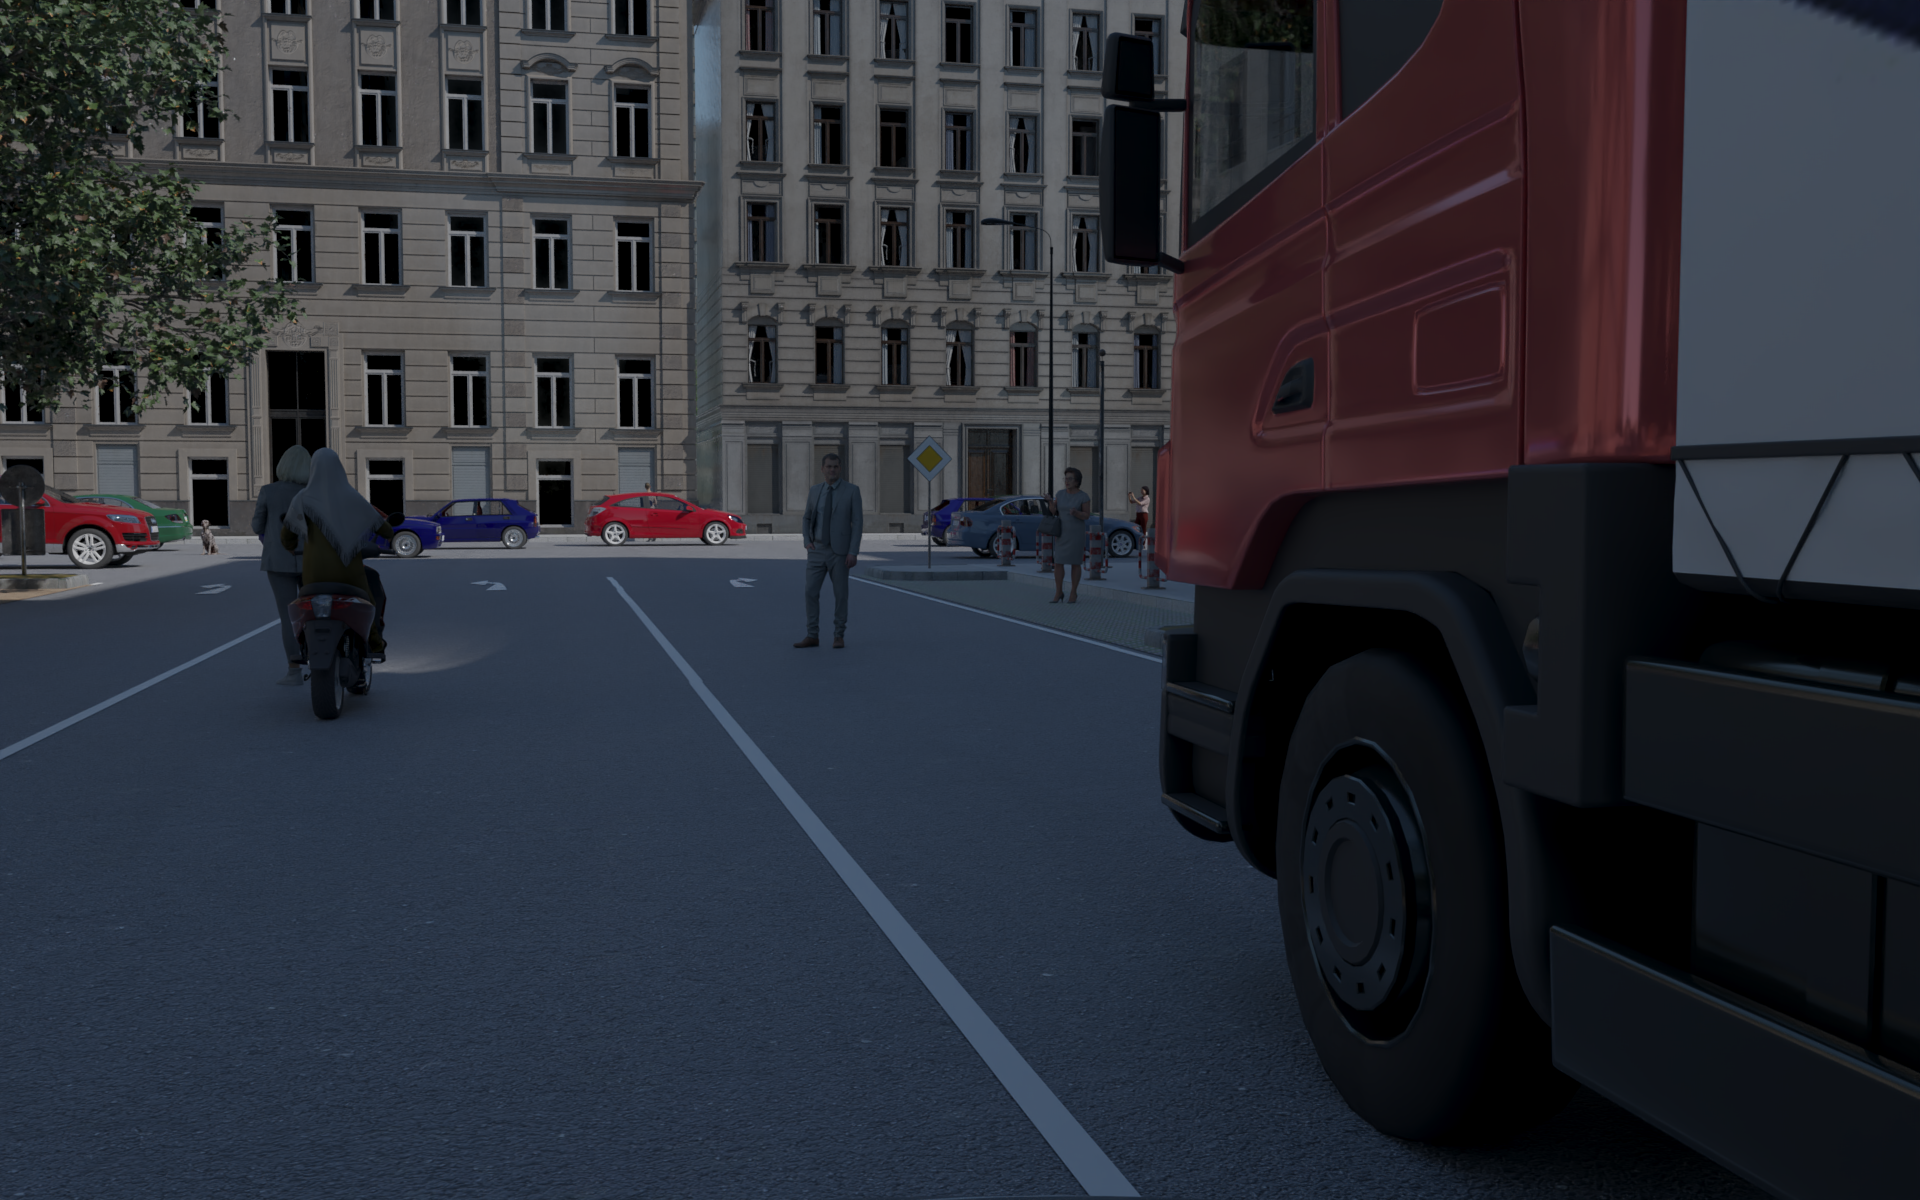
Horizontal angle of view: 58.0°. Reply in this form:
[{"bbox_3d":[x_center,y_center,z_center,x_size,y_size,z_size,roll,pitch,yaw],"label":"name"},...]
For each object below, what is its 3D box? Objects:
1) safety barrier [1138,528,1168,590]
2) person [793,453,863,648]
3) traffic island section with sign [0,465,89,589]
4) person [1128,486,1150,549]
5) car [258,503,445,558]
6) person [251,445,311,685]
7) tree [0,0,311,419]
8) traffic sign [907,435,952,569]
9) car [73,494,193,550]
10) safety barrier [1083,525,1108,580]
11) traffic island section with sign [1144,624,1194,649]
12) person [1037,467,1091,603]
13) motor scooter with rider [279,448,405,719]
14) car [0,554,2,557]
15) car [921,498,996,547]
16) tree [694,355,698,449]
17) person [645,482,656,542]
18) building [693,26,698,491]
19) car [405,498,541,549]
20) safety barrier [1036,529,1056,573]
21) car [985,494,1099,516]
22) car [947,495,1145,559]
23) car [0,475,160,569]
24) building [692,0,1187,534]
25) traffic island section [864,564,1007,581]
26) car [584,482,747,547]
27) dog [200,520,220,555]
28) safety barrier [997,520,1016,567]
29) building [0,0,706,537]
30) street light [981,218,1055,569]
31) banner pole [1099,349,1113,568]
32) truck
[{"bbox_3d":[2.606,-0.554,23.331,0.300,0.817,1.120,-1,4,-14],"label":"safety barrier"},{"bbox_3d":[-1.213,-0.464,16.181,0.635,1.810,0.391,1,4,11],"label":"person"},{"bbox_3d":[-14.637,-1.137,26.719,2.006,1.907,1.989,-1,4,-14],"label":"traffic island section with sign"},{"bbox_3d":[4.668,-2.159,45.259,0.566,1.644,0.517,1,4,9],"label":"person"},{"bbox_3d":[-13.673,-1.620,39.064,3.894,1.354,1.945,-1,4,-13],"label":"car"},{"bbox_3d":[-5.090,-0.273,13.144,0.537,1.800,0.526,-2,4,-28],"label":"person"},{"bbox_3d":[-13.906,-6.309,22.621,9.611,12.733,9.660,0,3,0],"label":"tree"},{"bbox_3d":[-0.530,-1.599,29.790,0.795,2.450,0.064,-1,4,-14],"label":"traffic sign"},{"bbox_3d":[-21.834,-1.922,43.224,4.920,1.459,2.131,-1,4,-15],"label":"car"},{"bbox_3d":[2.015,-0.705,25.795,0.300,0.817,1.120,-1,4,-14],"label":"safety barrier"},{"bbox_3d":[2.806,-0.458,16.118,1.989,1.847,2.006,-1,4,-14],"label":"traffic island section with sign"},{"bbox_3d":[1.322,-0.837,22.548,0.716,1.782,0.532,2,4,26],"label":"person"},{"bbox_3d":[-4.138,-0.165,11.658,0.876,1.779,1.986,-1,4,-12],"label":"motor scooter with rider"},{"bbox_3d":[-22.591,-1.516,37.372,3.894,1.354,1.945,-1,4,-13],"label":"car"},{"bbox_3d":[0.938,-2.164,47.959,3.894,1.354,1.945,-1,4,-13],"label":"car"},{"bbox_3d":[-20.676,-12.119,123.902,9.928,11.665,9.643,0,3,0],"label":"tree"},{"bbox_3d":[-9.353,-2.646,52.102,0.374,1.781,0.599,2,4,33],"label":"person"},{"bbox_3d":[-19.293,-28.574,150.780,14.154,41.232,14.086,-1,4,-14],"label":"building"},{"bbox_3d":[-12.987,-2.004,45.343,3.894,1.354,1.945,-1,4,-12],"label":"car"},{"bbox_3d":[1.416,-0.856,28.270,0.300,0.817,1.120,-1,4,-14],"label":"safety barrier"},{"bbox_3d":[2.428,-2.602,52.333,4.222,1.686,2.009,-1,4,-14],"label":"car"},{"bbox_3d":[1.966,-1.667,39.254,4.499,1.417,2.014,-1,4,-14],"label":"car"},{"bbox_3d":[-18.391,-1.519,33.504,5.304,1.827,2.281,-1,4,-13],"label":"car"},{"bbox_3d":[-0.025,-12.968,61.175,18.267,20.994,9.793,-1,4,-14],"label":"building"},{"bbox_3d":[-0.509,-0.464,29.873,2.009,0.180,2.903,-1,4,-14],"label":"traffic island section"},{"bbox_3d":[-8.213,-2.408,48.404,4.494,1.783,2.155,-1,4,-14],"label":"car"},{"bbox_3d":[-17.652,-1.478,40.995,0.513,0.831,0.800,3,5,41],"label":"dog"},{"bbox_3d":[0.819,-1.007,30.745,0.300,0.817,1.120,-1,4,-14],"label":"safety barrier"},{"bbox_3d":[-21.489,-15.916,57.491,25.104,27.353,12.463,-1,4,-14],"label":"building"},{"bbox_3d":[1.025,-3.478,29.399,1.470,5.913,1.316,-1,4,-14],"label":"street light"},{"bbox_3d":[2.421,-2.432,29.783,0.401,3.779,0.863,1,4,9],"label":"banner pole"},{"bbox_3d":[2.758,-0.723,0.742,2.839,4.237,11.283,-1,4,-12],"label":"truck"}]
